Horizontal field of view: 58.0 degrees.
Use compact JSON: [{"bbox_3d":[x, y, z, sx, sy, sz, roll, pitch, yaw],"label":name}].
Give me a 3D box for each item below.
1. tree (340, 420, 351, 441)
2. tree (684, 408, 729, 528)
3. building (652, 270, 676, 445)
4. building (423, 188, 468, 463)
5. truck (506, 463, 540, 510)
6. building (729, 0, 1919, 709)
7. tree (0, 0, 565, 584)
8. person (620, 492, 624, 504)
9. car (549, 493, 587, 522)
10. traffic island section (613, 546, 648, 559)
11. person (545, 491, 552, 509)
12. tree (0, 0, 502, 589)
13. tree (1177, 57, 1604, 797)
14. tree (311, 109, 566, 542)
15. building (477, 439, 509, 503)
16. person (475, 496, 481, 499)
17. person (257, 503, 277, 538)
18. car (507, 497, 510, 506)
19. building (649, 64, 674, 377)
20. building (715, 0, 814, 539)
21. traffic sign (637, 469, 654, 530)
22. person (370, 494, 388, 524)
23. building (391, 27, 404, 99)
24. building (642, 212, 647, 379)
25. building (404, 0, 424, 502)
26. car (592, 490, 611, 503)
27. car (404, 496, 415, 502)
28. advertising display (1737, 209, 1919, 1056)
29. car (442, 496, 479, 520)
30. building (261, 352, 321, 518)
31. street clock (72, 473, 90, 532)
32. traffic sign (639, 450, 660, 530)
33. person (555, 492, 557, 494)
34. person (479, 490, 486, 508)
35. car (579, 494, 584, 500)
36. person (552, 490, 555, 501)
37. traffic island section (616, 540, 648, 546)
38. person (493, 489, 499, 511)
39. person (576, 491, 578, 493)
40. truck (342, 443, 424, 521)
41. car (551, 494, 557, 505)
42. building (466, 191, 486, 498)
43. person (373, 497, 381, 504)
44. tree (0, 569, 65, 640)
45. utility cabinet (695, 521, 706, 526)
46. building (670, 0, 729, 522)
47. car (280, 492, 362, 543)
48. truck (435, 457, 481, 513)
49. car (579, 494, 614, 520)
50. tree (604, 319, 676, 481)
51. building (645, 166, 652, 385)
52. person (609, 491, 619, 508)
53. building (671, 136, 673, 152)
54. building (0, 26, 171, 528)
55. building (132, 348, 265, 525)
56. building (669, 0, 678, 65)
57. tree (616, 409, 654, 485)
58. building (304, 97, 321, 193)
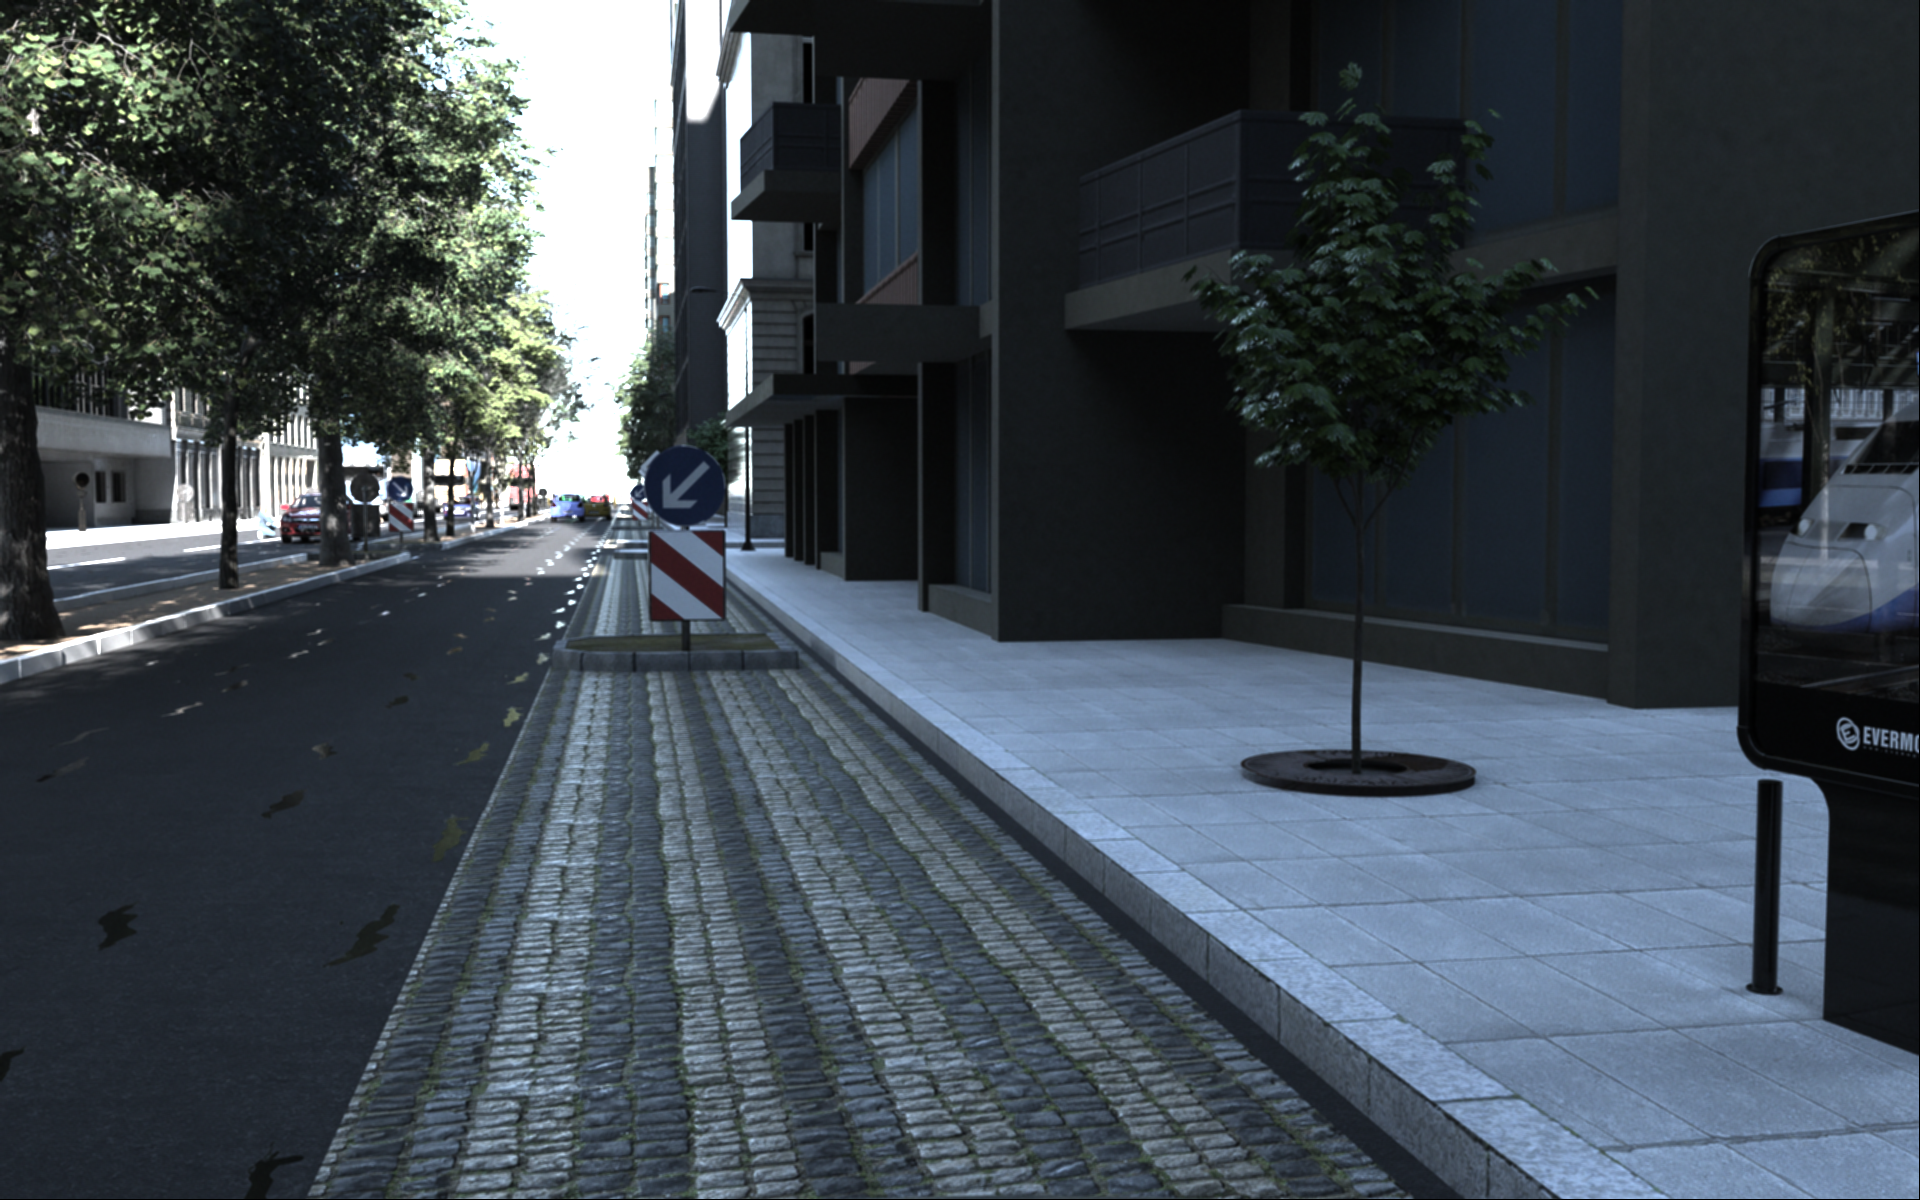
[{"bbox_3d":[-41.857,-9.996,113.789,4.737,8.622,4.395,0,3,0],"label":"tree"},{"bbox_3d":[-9.068,-5.057,66.398,4.285,4.588,4.351,0,3,0],"label":"tree"},{"bbox_3d":[-12.424,-18.675,150.368,27.650,21.520,28.899,-1,4,-11],"label":"building"},{"bbox_3d":[-66.156,-33.915,204.614,14.600,45.320,14.200,-1,4,-11],"label":"building"},{"bbox_3d":[-39.363,-10.256,156.604,2.839,4.237,11.283,-1,4,-12],"label":"truck"},{"bbox_3d":[8.216,-22.567,23.593,22.147,44.769,28.867,-1,4,-11],"label":"building"},{"bbox_3d":[-12.384,-7.636,33.968,9.857,13.997,8.962,0,3,0],"label":"tree"},{"bbox_3d":[-47.881,-14.436,244.979,0.683,1.767,0.568,1,4,12],"label":"person"},{"bbox_3d":[-20.349,-4.912,89.900,1.945,1.707,3.694,-1,4,-12],"label":"car"},{"bbox_3d":[-6.799,-1.031,39.141,2.009,0.180,2.903,-1,4,-11],"label":"traffic island section"},{"bbox_3d":[-39.224,-9.548,165.343,1.217,1.736,0.721,-1,4,-12],"label":"person"},{"bbox_3d":[-10.952,-5.413,25.373,8.767,10.594,7.601,-1,4,-11],"label":"tree"},{"bbox_3d":[1.723,-0.811,7.863,1.663,3.219,1.824,0,3,0],"label":"tree"},{"bbox_3d":[-15.465,-7.943,50.456,7.486,12.596,7.792,0,3,0],"label":"tree"},{"bbox_3d":[-81.511,-25.010,253.945,27.650,21.520,28.899,-1,4,-11],"label":"building"},{"bbox_3d":[-46.570,-9.665,166.604,1.350,1.814,0.705,3,5,39],"label":"person"},{"bbox_3d":[-22.591,-2.611,56.688,0.738,1.151,1.012,0,4,-7],"label":"person"},{"bbox_3d":[-53.397,-12.209,208.653,2.155,1.783,4.494,-1,4,-11],"label":"car"},{"bbox_3d":[-22.722,-29.728,169.641,14.154,41.232,14.086,-1,4,-11],"label":"building"},{"bbox_3d":[9.625,-14.574,57.362,34.723,24.649,14.460,-1,4,-11],"label":"building"},{"bbox_3d":[-8.324,-2.646,46.902,0.795,2.450,0.064,-1,4,-11],"label":"traffic sign"},{"bbox_3d":[-27.250,-4.476,81.907,1.509,1.804,0.699,-2,4,-24],"label":"person"},{"bbox_3d":[-54.747,-30.357,146.451,14.600,45.320,14.200,-1,4,-11],"label":"building"},{"bbox_3d":[-36.997,-37.300,264.472,22.147,44.769,28.867,-1,4,-11],"label":"building"},{"bbox_3d":[-63.100,-52.240,166.799,22.319,86.520,31.000,-1,4,-11],"label":"building"},{"bbox_3d":[-37.270,-10.439,179.343,2.281,1.827,5.304,-1,4,-12],"label":"car"},{"bbox_3d":[-40.867,-7.212,126.704,1.959,1.807,4.718,-1,4,-13],"label":"car"},{"bbox_3d":[2.207,0.074,4.010,0.123,1.923,0.974,-1,4,-17],"label":"advertising display"},{"bbox_3d":[-27.530,-5.077,95.584,1.945,1.354,3.894,-1,4,-12],"label":"car"},{"bbox_3d":[-42.946,-14.858,97.681,10.420,20.320,16.860,-1,4,-11],"label":"building"},{"bbox_3d":[-29.592,-3.289,58.350,0.358,2.002,0.471,3,4,37],"label":"street clock"},{"bbox_3d":[-6.821,-2.166,39.059,0.795,2.450,0.064,-1,4,-11],"label":"traffic sign"},{"bbox_3d":[-57.651,-14.526,246.514,0.721,1.766,1.217,-1,4,-8],"label":"person"},{"bbox_3d":[-49.532,-10.436,179.227,1.348,1.812,0.705,1,4,9],"label":"person"},{"bbox_3d":[-25.227,-6.390,113.271,1.959,1.807,4.718,-1,4,-10],"label":"car"},{"bbox_3d":[-37.050,-9.150,158.126,0.705,1.821,1.348,0,3,0],"label":"person"},{"bbox_3d":[-8.303,-1.511,46.984,2.009,0.180,2.903,-1,4,-11],"label":"traffic island section"},{"bbox_3d":[-39.536,-8.531,147.620,0.705,1.869,1.348,-2,4,-28],"label":"person"},{"bbox_3d":[-35.600,-9.281,160.958,1.217,1.735,0.721,0,4,8],"label":"person"},{"bbox_3d":[-32.257,-6.544,96.759,2.967,4.110,18.799,-1,4,-11],"label":"truck"},{"bbox_3d":[-51.933,-13.099,223.754,1.945,1.707,3.694,-1,4,-11],"label":"car"},{"bbox_3d":[-73.724,-34.899,225.218,22.147,44.769,28.867,-1,4,-11],"label":"building"},{"bbox_3d":[-27.210,-4.302,80.651,0.330,1.601,0.589,1,4,16],"label":"person"},{"bbox_3d":[-9.232,-6.576,16.626,9.857,13.997,8.962,0,3,0],"label":"tree"},{"bbox_3d":[-10.693,-3.578,69.658,0.306,1.237,1.020,3,5,42],"label":"utility cabinet"},{"bbox_3d":[-7.000,-17.959,87.143,14.314,27.812,24.014,-1,4,-11],"label":"building"},{"bbox_3d":[-19.227,-2.639,52.184,2.155,1.783,4.494,-1,4,-10],"label":"car"},{"bbox_3d":[-38.779,-8.843,133.488,2.839,4.237,11.283,-1,4,-9],"label":"truck"},{"bbox_3d":[-20.261,-5.257,96.179,2.015,1.641,3.980,-1,4,-10],"label":"car"},{"bbox_3d":[-21.550,-13.535,127.954,9.857,13.997,8.962,0,3,0],"label":"tree"},{"bbox_3d":[-32.511,-32.761,219.229,14.154,41.232,14.086,-1,4,-11],"label":"building"},{"bbox_3d":[-34.713,-10.072,173.909,0.721,1.736,1.217,3,4,39],"label":"person"},{"bbox_3d":[-10.985,-19.764,110.529,14.401,28.519,23.554,-1,4,-11],"label":"building"},{"bbox_3d":[-37.160,-14.507,56.250,14.314,24.678,30.058,-1,4,-11],"label":"building"},{"bbox_3d":[-39.314,-14.150,80.505,9.793,20.994,18.267,-1,4,-11],"label":"building"},{"bbox_3d":[-22.770,-45.755,186.347,20.563,71.187,20.611,-1,4,-11],"label":"building"},{"bbox_3d":[-35.510,-17.520,203.464,9.611,12.733,9.660,0,3,0],"label":"tree"},{"bbox_3d":[-59.916,-26.537,125.759,32.217,40.220,23.993,-1,4,-11],"label":"building"}]
